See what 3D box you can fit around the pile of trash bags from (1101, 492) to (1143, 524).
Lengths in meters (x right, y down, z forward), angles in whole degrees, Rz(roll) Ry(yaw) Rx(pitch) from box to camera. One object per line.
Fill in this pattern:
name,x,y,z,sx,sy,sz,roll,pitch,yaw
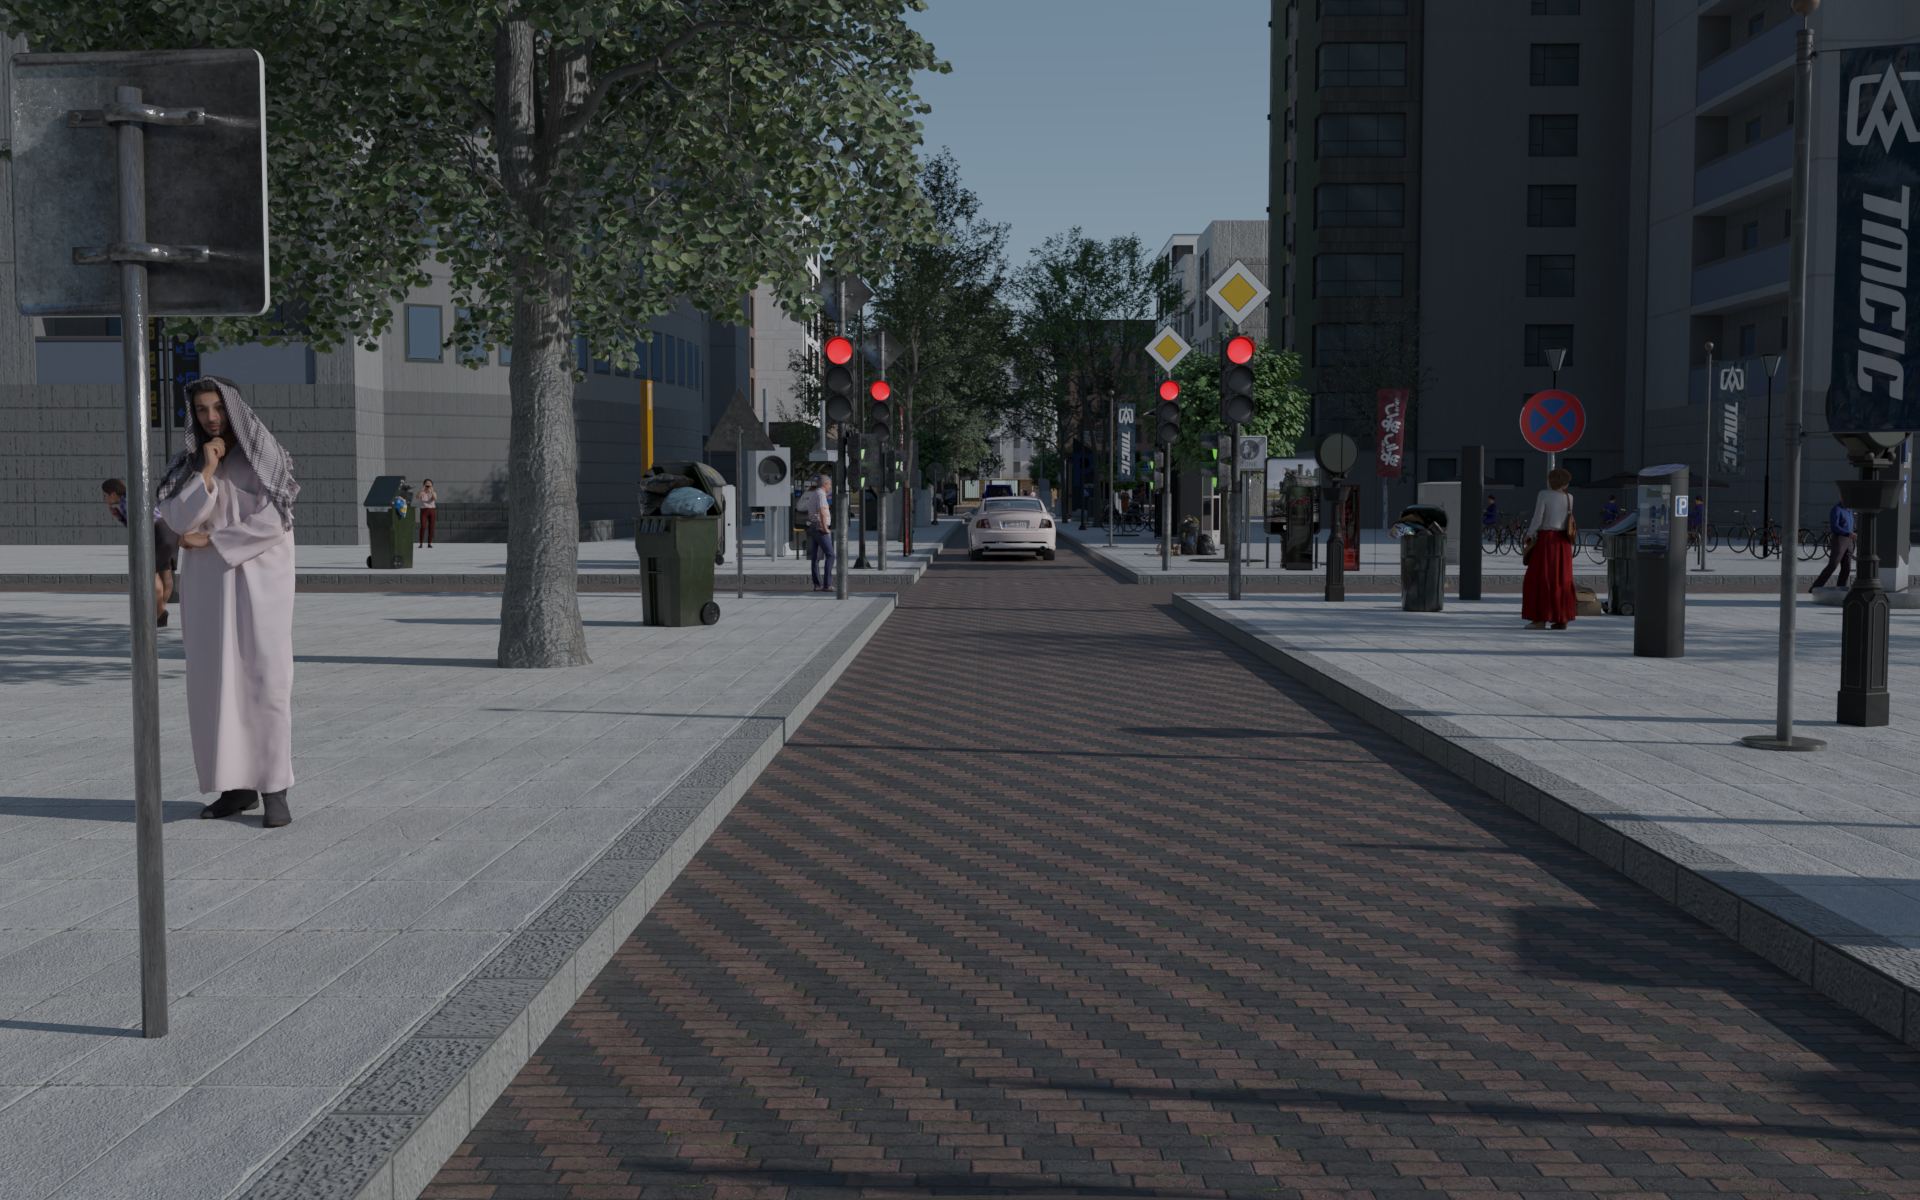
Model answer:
pile of trash bags,7.022,-3.980,74.830,1.912,1.369,3.447,1,4,9

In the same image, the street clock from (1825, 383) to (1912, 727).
street clock,5.023,-0.306,9.578,0.471,2.002,0.358,-2,4,-24

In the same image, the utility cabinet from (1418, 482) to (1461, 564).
utility cabinet,8.854,-1.406,31.662,0.318,1.500,1.173,-2,4,-24

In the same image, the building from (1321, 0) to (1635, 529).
building,20.190,-18.218,69.564,14.160,30.474,14.107,0,4,1

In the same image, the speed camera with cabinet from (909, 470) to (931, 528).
speed camera with cabinet,-1.670,-4.449,67.082,0.660,3.252,2.038,1,4,15

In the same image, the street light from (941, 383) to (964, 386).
street light,-0.513,-6.082,71.978,1.470,5.913,1.316,0,4,1

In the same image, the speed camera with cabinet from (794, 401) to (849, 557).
speed camera with cabinet,-3.178,-2.555,36.104,0.660,3.252,2.038,3,4,37

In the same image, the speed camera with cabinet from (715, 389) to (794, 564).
speed camera with cabinet,-4.206,-2.313,32.146,2.038,3.252,0.660,-2,4,-23

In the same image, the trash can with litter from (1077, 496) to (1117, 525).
trash can with litter,5.819,-3.685,71.301,2.233,1.210,1.678,2,4,27

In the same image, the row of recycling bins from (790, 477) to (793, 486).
row of recycling bins,-4.137,-2.173,42.634,1.069,1.692,3.534,0,4,-4

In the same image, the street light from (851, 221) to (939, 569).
street light,-1.136,-3.484,29.509,1.470,5.913,1.316,0,4,1

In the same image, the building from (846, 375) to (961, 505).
building,-15.772,-20.888,207.971,31.486,18.905,16.747,0,4,1

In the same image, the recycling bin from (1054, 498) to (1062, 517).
recycling bin,5.871,-5.287,98.997,0.722,1.027,0.722,2,4,33

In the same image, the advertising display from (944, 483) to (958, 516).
advertising display,-0.552,-6.011,103.498,0.974,1.923,0.123,3,5,40

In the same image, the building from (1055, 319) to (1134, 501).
building,27.760,-22.575,213.069,32.646,21.610,27.936,0,4,1

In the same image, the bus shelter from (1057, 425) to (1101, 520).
bus shelter,6.247,-6.938,91.073,2.179,5.291,8.768,0,4,1

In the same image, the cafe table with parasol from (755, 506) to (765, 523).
cafe table with parasol,-8.263,-4.435,77.380,2.610,1.966,2.610,-2,4,-25

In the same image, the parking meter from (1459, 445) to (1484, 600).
parking meter,6.213,-0.937,21.039,0.255,1.863,0.399,1,4,18

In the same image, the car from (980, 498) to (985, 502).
car,2.527,-7.430,134.057,1.945,1.354,3.894,0,4,2

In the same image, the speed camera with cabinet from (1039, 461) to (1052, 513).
speed camera with cabinet,5.056,-6.608,102.372,0.660,3.252,2.038,0,4,-3

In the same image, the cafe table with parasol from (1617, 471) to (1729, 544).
cafe table with parasol,18.684,-2.472,45.290,2.610,1.966,2.610,1,4,22

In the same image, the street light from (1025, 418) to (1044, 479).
street light,4.467,-8.040,104.000,1.470,5.913,1.316,0,4,1

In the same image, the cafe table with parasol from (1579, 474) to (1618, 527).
cafe table with parasol,20.168,-2.912,52.474,2.610,1.966,2.610,2,4,31

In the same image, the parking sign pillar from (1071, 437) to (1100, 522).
parking sign pillar,5.924,-5.679,81.325,1.447,3.967,1.447,1,4,11

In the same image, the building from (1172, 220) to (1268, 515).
building,24.791,-15.535,120.454,16.747,18.905,31.486,0,4,1

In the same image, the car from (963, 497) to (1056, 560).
car,1.125,-1.615,38.767,2.083,1.381,4.827,0,4,-1

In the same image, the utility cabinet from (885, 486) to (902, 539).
utility cabinet,-1.841,-2.465,48.985,0.318,1.500,1.173,1,4,15

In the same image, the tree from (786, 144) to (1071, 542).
tree,-1.178,-6.820,45.916,7.601,10.594,8.767,0,4,0

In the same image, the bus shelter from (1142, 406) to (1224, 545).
bus shelter,6.074,-3.405,46.951,1.731,3.624,6.357,0,4,1

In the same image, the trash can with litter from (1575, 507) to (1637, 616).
trash can with litter,6.889,-0.422,18.281,1.055,1.170,0.624,-1,4,-8

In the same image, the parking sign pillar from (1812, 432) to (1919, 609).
parking sign pillar,10.646,-1.921,19.886,1.447,3.967,1.447,2,4,34

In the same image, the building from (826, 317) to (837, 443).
building,-28.041,-19.065,155.681,32.646,21.610,27.936,0,4,1

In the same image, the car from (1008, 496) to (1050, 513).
car,2.000,-2.764,57.557,2.083,1.381,4.827,0,4,-1

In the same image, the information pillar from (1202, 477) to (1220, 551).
information pillar,5.696,-2.127,39.277,0.304,2.012,0.304,-3,5,-43

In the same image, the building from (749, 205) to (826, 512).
building,-25.076,-16.938,120.919,27.936,21.610,32.646,0,4,1

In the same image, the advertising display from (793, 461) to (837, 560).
advertising display,-2.819,-1.741,33.682,0.974,1.923,0.123,2,4,32

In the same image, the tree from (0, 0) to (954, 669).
tree,-3.251,-6.485,12.678,9.857,13.997,8.962,0,3,0

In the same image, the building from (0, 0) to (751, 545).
building,-19.279,-31.405,55.468,21.231,58.520,28.212,0,4,1

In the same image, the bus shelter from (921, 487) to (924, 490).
bus shelter,-2.395,-7.507,100.373,2.179,5.291,8.768,0,4,1

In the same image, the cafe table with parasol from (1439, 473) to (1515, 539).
cafe table with parasol,14.643,-2.744,49.733,2.610,1.966,2.610,-3,4,-37

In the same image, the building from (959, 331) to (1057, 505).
building,5.642,-21.419,206.614,11.380,20.091,16.016,0,4,1

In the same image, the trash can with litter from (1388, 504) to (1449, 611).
trash can with litter,5.097,-0.477,19.194,0.624,1.170,1.055,1,4,18

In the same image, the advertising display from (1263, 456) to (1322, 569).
advertising display,5.702,-1.499,29.724,0.974,1.923,0.123,0,4,-2

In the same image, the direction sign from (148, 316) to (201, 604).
direction sign,-9.298,-1.734,20.345,0.876,3.537,0.379,1,4,10

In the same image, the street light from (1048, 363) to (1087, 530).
street light,3.818,-5.436,61.424,1.470,5.913,1.316,0,4,1

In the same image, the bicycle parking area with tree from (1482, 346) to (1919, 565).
bicycle parking area with tree,14.079,-2.904,34.478,8.231,4.147,9.016,0,4,-5

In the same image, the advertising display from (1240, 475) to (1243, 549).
advertising display,6.532,-2.156,40.461,0.123,1.923,0.974,1,4,10

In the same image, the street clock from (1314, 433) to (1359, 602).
street clock,4.474,-0.982,20.626,0.471,2.002,0.358,0,4,-5

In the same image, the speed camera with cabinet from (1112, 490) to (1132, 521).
speed camera with cabinet,7.713,-5.424,83.019,0.660,3.252,2.038,-1,4,-9

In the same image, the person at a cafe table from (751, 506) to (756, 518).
person at a cafe table,-11.497,-5.065,91.330,1.622,1.524,1.698,-3,5,-39

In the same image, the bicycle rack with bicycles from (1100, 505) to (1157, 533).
bicycle rack with bicycles,6.147,-2.732,58.056,2.925,0.926,2.852,1,4,13

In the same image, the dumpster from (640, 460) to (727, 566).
dumpster,-4.835,-1.503,30.326,1.264,1.857,1.865,0,4,1

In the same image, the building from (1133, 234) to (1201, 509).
building,30.907,-18.857,152.285,27.936,21.610,32.646,0,4,1

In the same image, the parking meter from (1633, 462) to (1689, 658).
parking meter,5.539,-0.323,13.684,0.372,1.533,0.369,0,3,0

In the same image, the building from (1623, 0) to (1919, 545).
building,36.315,-30.945,47.945,28.212,58.520,21.231,0,4,1
